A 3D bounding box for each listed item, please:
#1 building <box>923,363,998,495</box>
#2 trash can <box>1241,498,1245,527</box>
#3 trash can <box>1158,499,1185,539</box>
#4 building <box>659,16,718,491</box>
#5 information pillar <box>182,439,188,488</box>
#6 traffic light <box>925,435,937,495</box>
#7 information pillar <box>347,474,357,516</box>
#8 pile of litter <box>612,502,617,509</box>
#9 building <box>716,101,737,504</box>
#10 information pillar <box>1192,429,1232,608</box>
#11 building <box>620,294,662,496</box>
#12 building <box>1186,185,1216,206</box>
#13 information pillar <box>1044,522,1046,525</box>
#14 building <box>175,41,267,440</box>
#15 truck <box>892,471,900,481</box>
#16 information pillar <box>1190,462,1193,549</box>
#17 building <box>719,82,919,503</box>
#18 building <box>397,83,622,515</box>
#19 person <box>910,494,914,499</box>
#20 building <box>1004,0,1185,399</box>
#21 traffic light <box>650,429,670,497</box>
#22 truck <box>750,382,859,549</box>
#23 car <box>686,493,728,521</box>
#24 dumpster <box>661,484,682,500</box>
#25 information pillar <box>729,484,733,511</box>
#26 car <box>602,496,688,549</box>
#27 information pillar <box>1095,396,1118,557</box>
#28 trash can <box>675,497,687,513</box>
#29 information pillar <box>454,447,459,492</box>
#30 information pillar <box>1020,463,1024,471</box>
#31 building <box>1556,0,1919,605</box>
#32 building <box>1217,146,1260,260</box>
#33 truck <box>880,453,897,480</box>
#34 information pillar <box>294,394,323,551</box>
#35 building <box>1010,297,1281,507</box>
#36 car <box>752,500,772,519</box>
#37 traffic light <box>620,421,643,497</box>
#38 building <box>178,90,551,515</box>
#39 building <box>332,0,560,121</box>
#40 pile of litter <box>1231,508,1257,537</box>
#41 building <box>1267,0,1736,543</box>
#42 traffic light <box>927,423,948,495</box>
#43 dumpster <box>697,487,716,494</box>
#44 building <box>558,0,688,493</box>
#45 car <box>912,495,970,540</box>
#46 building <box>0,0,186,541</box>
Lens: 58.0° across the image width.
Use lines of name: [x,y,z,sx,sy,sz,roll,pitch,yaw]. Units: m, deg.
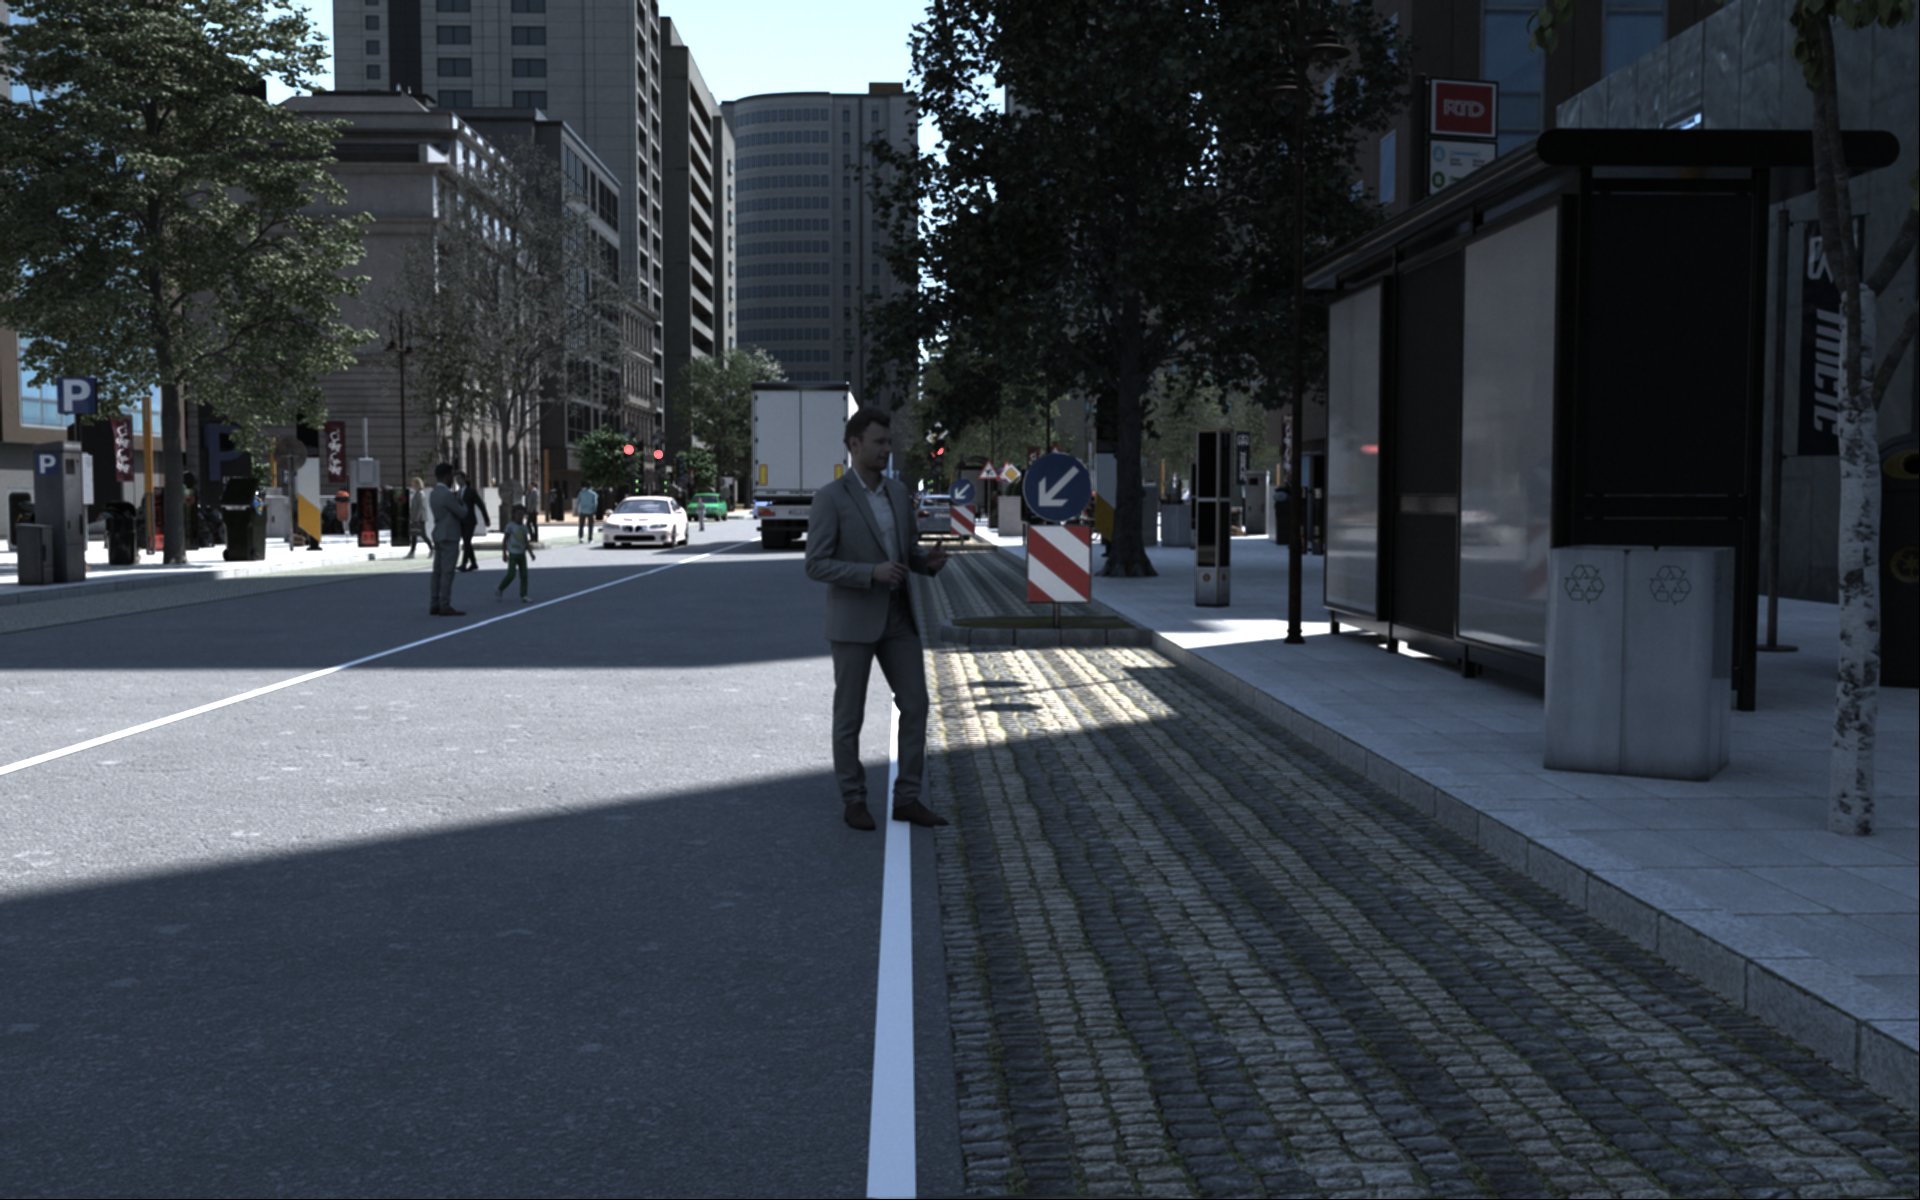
building: [9.089,-25.149,256.229,28.899,21.520,27.650,0,4,-2]
trash can: [11.403,-3.453,68.102,0.748,1.137,0.748,0,3,0]
trash can: [5.799,-2.191,47.484,0.748,1.137,0.748,0,3,0]
building: [-37.522,-34.057,180.536,21.300,48.544,21.600,0,4,-2]
information pillar: [-28.330,-4.389,63.116,0.504,3.616,0.183,2,4,23]
traffic light: [-1.108,-5.263,74.968,0.839,4.253,0.868,0,4,-2]
information pillar: [-21.999,-3.563,62.750,0.304,2.012,0.304,-3,4,-37]
pile of litter: [-18.184,-4.828,92.894,1.176,0.858,1.719,-1,4,-22]
building: [-38.209,-35.608,205.887,21.600,48.544,21.300,0,4,-2]
information pillar: [2.881,-0.930,19.701,0.304,2.012,0.304,3,4,37]
building: [-30.470,-16.774,138.880,10.561,19.102,19.286,0,4,-2]
building: [31.522,-36.657,249.450,14.200,45.320,14.600,0,4,-2]
information pillar: [2.772,-2.971,53.068,0.304,2.012,0.304,1,4,18]
building: [-44.802,-15.737,86.986,15.834,23.373,12.332,0,4,-2]
truck: [-7.838,-12.509,194.276,2.967,4.110,18.799,0,4,-2]
information pillar: [5.533,-2.187,40.249,0.304,2.012,0.304,1,4,23]
building: [-20.053,-43.343,250.650,28.212,58.520,21.231,0,4,-2]
building: [-31.717,-19.783,116.955,14.314,27.812,24.014,0,4,-2]
person: [-5.127,-10.244,179.182,0.628,1.438,0.799,3,4,37]
building: [15.649,-40.466,203.617,21.231,58.520,28.212,0,4,-2]
traffic light: [-12.913,-5.239,74.574,0.839,4.253,0.868,0,4,-2]
truck: [-4.154,-3.668,48.882,2.839,4.237,11.283,0,4,-2]
car: [-13.384,-5.062,91.562,1.959,1.807,4.718,0,4,-1]
dumpster: [-17.468,-6.029,104.337,1.264,1.857,1.865,0,4,-2]
information pillar: [-16.901,-7.566,128.193,0.304,2.012,0.304,1,4,11]
car: [-8.509,-2.126,47.116,2.083,1.381,4.827,0,4,-2]
information pillar: [3.002,-2.690,35.330,0.504,3.616,0.183,-1,4,-14]
trash can: [-15.661,-5.231,97.187,0.748,1.137,0.748,0,3,0]
information pillar: [-23.487,-5.471,80.809,0.183,3.616,0.504,0,4,0]
information pillar: [4.399,-7.954,121.401,0.504,3.616,0.183,-3,5,-40]
building: [21.558,-42.741,11.492,22.319,86.520,31.000,0,4,-2]
building: [43.232,-35.837,209.644,21.600,48.544,21.300,0,4,-2]
truck: [-4.846,-6.229,91.597,2.967,4.110,18.799,0,4,-2]
information pillar: [-14.760,-2.930,39.255,0.504,3.616,0.183,-2,4,-28]
building: [19.614,-20.263,176.342,27.650,21.520,28.899,0,4,-2]
car: [-11.030,-5.548,100.304,1.945,1.707,3.694,0,4,-2]
traffic light: [-12.656,-4.751,66.593,0.839,4.253,0.868,0,4,-2]
building: [-31.040,-15.373,93.154,13.314,21.916,24.055,0,4,-2]
building: [-60.239,-46.911,205.238,20.611,71.187,20.563,0,4,-2]
pile of litter: [8.179,-2.369,52.698,1.176,0.858,1.719,-3,4,-37]
building: [16.196,-24.038,43.136,14.600,45.320,14.200,0,4,-2]
traffic light: [-0.851,-4.775,66.987,0.839,4.253,0.868,0,4,-2]
dumpster: [-18.582,-7.403,126.799,1.264,1.857,1.865,0,4,-2]
building: [-36.065,-44.049,158.450,20.563,71.187,20.611,0,4,-2]
car: [-0.600,-2.598,54.472,2.014,1.417,4.499,0,4,-2]
building: [-33.268,-24.501,50.704,14.200,45.320,14.600,0,4,-2]
